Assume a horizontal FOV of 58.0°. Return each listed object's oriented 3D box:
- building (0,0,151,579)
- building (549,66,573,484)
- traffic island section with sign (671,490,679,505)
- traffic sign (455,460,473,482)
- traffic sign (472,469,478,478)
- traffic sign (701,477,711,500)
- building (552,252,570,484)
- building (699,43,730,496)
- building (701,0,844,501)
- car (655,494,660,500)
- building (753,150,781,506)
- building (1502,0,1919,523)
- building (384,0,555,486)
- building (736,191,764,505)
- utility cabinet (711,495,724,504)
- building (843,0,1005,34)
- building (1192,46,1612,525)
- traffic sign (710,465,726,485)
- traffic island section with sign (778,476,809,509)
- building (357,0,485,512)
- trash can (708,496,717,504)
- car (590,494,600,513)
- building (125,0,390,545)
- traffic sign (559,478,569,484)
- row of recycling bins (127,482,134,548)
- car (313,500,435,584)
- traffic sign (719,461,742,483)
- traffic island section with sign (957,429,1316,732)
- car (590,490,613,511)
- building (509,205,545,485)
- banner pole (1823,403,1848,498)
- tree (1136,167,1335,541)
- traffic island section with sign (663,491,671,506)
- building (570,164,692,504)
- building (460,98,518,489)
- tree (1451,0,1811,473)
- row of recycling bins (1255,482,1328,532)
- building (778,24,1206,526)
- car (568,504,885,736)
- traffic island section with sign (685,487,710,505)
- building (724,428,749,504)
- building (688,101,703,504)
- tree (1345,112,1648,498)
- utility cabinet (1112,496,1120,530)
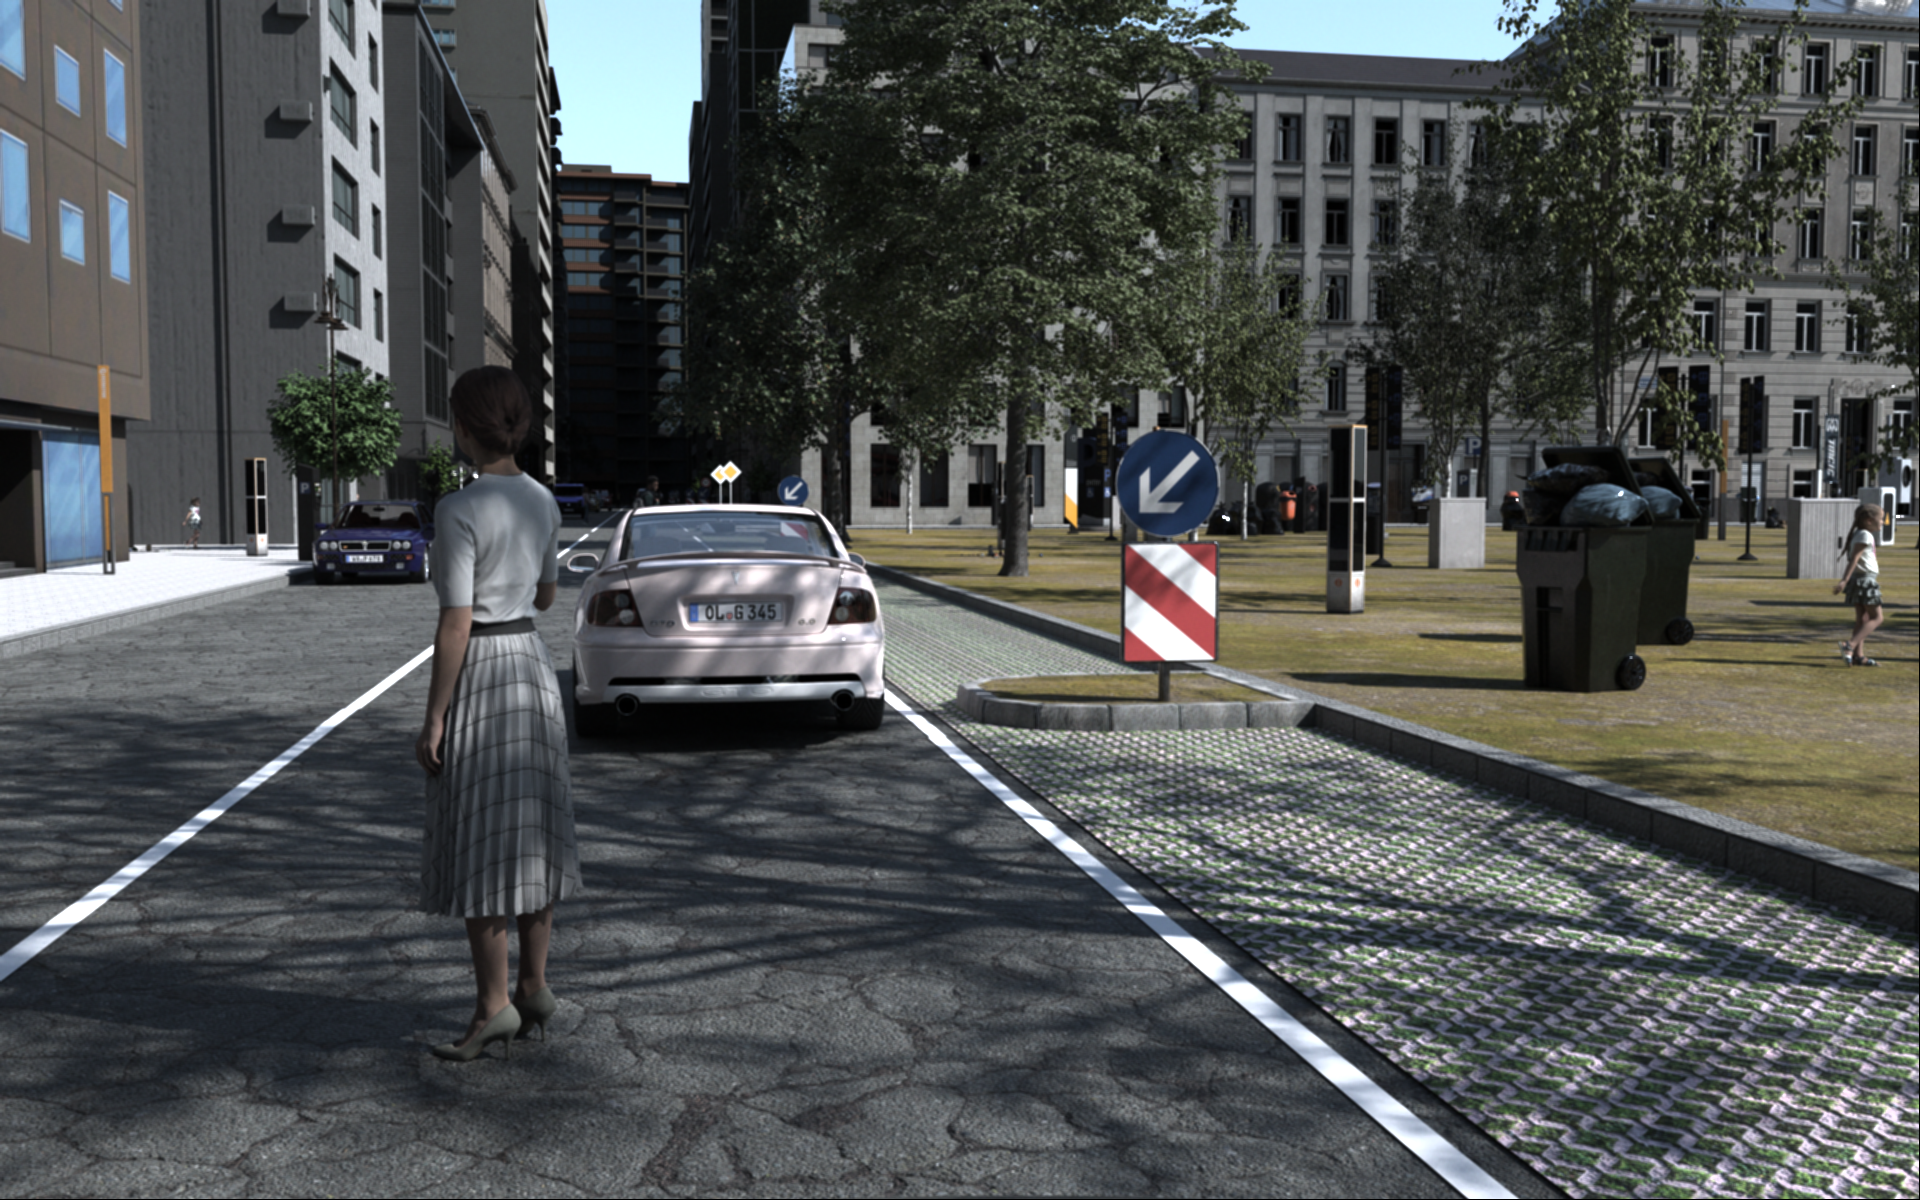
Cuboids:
[{"bbox_3d":[-21.191,-22.876,24.131,14.600,45.320,14.200,-1,4,-10],"label":"building"},{"bbox_3d":[-51.159,-31.713,173.134,22.147,44.769,28.867,-1,4,-10],"label":"building"},{"bbox_3d":[-18.669,-6.749,118.974,1.989,1.847,2.006,-1,4,-10],"label":"traffic island section with sign"},{"bbox_3d":[-16.917,-3.457,58.704,0.795,2.593,0.064,-1,4,-10],"label":"traffic sign"},{"bbox_3d":[-18.356,-3.937,66.559,0.795,2.593,0.064,-1,4,-10],"label":"traffic sign"},{"bbox_3d":[-19.327,-8.051,131.741,0.768,2.556,0.104,0,4,-8],"label":"traffic sign"},{"bbox_3d":[-53.702,-26.554,205.862,14.107,30.474,14.160,-1,4,-10],"label":"building"},{"bbox_3d":[-16.270,-34.346,185.260,21.300,48.544,21.600,-1,4,-10],"label":"building"},{"bbox_3d":[-24.515,-48.827,236.569,20.611,71.187,20.563,-1,4,-10],"label":"building"},{"bbox_3d":[-26.682,-8.536,148.355,1.959,1.807,4.718,-1,4,-9],"label":"car"},{"bbox_3d":[-3.899,-15.344,92.675,13.314,21.916,24.055,-1,4,-10],"label":"building"},{"bbox_3d":[39.747,-17.518,83.682,25.104,27.353,12.463,-1,4,-10],"label":"building"},{"bbox_3d":[-46.441,-32.084,148.275,21.300,48.544,21.600,-1,4,-10],"label":"building"},{"bbox_3d":[-8.718,-17.467,114.459,11.050,23.489,19.941,-1,4,-10],"label":"building"},{"bbox_3d":[-17.765,-7.091,127.101,0.306,1.237,1.020,3,4,37],"label":"utility cabinet"},{"bbox_3d":[-4.241,-49.053,240.273,20.611,71.187,20.563,-1,4,-10],"label":"building"},{"bbox_3d":[18.302,-14.019,78.364,18.267,20.994,9.793,-1,4,-10],"label":"building"},{"bbox_3d":[-9.407,-4.036,68.172,0.795,2.593,0.064,-1,4,-10],"label":"traffic sign"},{"bbox_3d":[-3.806,-1.788,37.863,1.989,1.847,2.006,-1,4,-10],"label":"traffic island section with sign"},{"bbox_3d":[-30.404,-15.939,79.671,14.314,24.678,30.058,-1,4,-10],"label":"building"},{"bbox_3d":[-17.082,-6.593,119.442,0.748,1.137,0.748,0,3,0],"label":"trash can"},{"bbox_3d":[-28.997,-7.623,134.857,2.015,1.641,3.980,-1,4,-10],"label":"car"},{"bbox_3d":[-24.073,-16.952,48.869,14.107,30.474,14.160,-1,4,-10],"label":"building"},{"bbox_3d":[-31.527,-8.428,137.899,0.768,2.556,0.104,0,4,-1],"label":"traffic sign"},{"bbox_3d":[-21.335,-2.059,40.774,3.534,1.692,1.069,0,4,-8],"label":"row of recycling bins"},{"bbox_3d":[-9.618,-0.993,28.823,1.945,1.354,3.894,-1,4,-11],"label":"car"},{"bbox_3d":[-7.968,-3.555,60.317,0.795,2.593,0.064,-1,4,-10],"label":"traffic sign"},{"bbox_3d":[1.032,-0.166,11.344,1.989,1.847,2.006,-1,4,-10],"label":"traffic island section with sign"},{"bbox_3d":[-30.811,-8.528,148.101,2.281,1.827,5.304,-1,4,-11],"label":"car"},{"bbox_3d":[-37.355,-18.197,127.197,12.332,23.373,15.834,-1,4,-10],"label":"building"},{"bbox_3d":[24.215,-3.539,47.880,0.863,3.779,0.401,-1,4,-12],"label":"banner pole"},{"bbox_3d":[5.512,-5.433,39.188,4.737,8.622,4.395,0,3,0],"label":"tree"},{"bbox_3d":[-27.780,-9.786,168.624,1.989,1.847,2.006,-1,4,-10],"label":"traffic island section with sign"},{"bbox_3d":[-50.513,-35.351,232.608,28.867,44.769,22.147,-1,4,-10],"label":"building"},{"bbox_3d":[-34.389,-18.935,106.848,12.463,27.353,25.104,-1,4,-10],"label":"building"},{"bbox_3d":[7.606,-4.234,19.586,4.737,8.622,4.395,0,3,0],"label":"tree"},{"bbox_3d":[11.604,-3.220,59.763,3.534,1.692,1.069,-2,4,-32],"label":"row of recycling bins"},{"bbox_3d":[0.980,-13.500,75.478,16.860,20.320,10.420,-1,4,-10],"label":"building"},{"bbox_3d":[-1.621,0.037,11.762,2.083,1.381,4.827,-1,4,-10],"label":"car"},{"bbox_3d":[-13.817,-5.127,92.457,1.989,1.847,2.006,-1,4,-10],"label":"traffic island section with sign"},{"bbox_3d":[-13.035,-16.484,134.140,10.561,19.102,19.286,-1,4,-10],"label":"building"},{"bbox_3d":[-21.094,-35.633,206.296,21.300,48.544,21.600,-1,4,-10],"label":"building"},{"bbox_3d":[13.014,-6.586,42.091,7.601,10.594,8.767,0,4,8],"label":"tree"},{"bbox_3d":[5.171,-3.058,61.154,1.020,1.237,0.306,-2,4,-33],"label":"utility cabinet"}]
